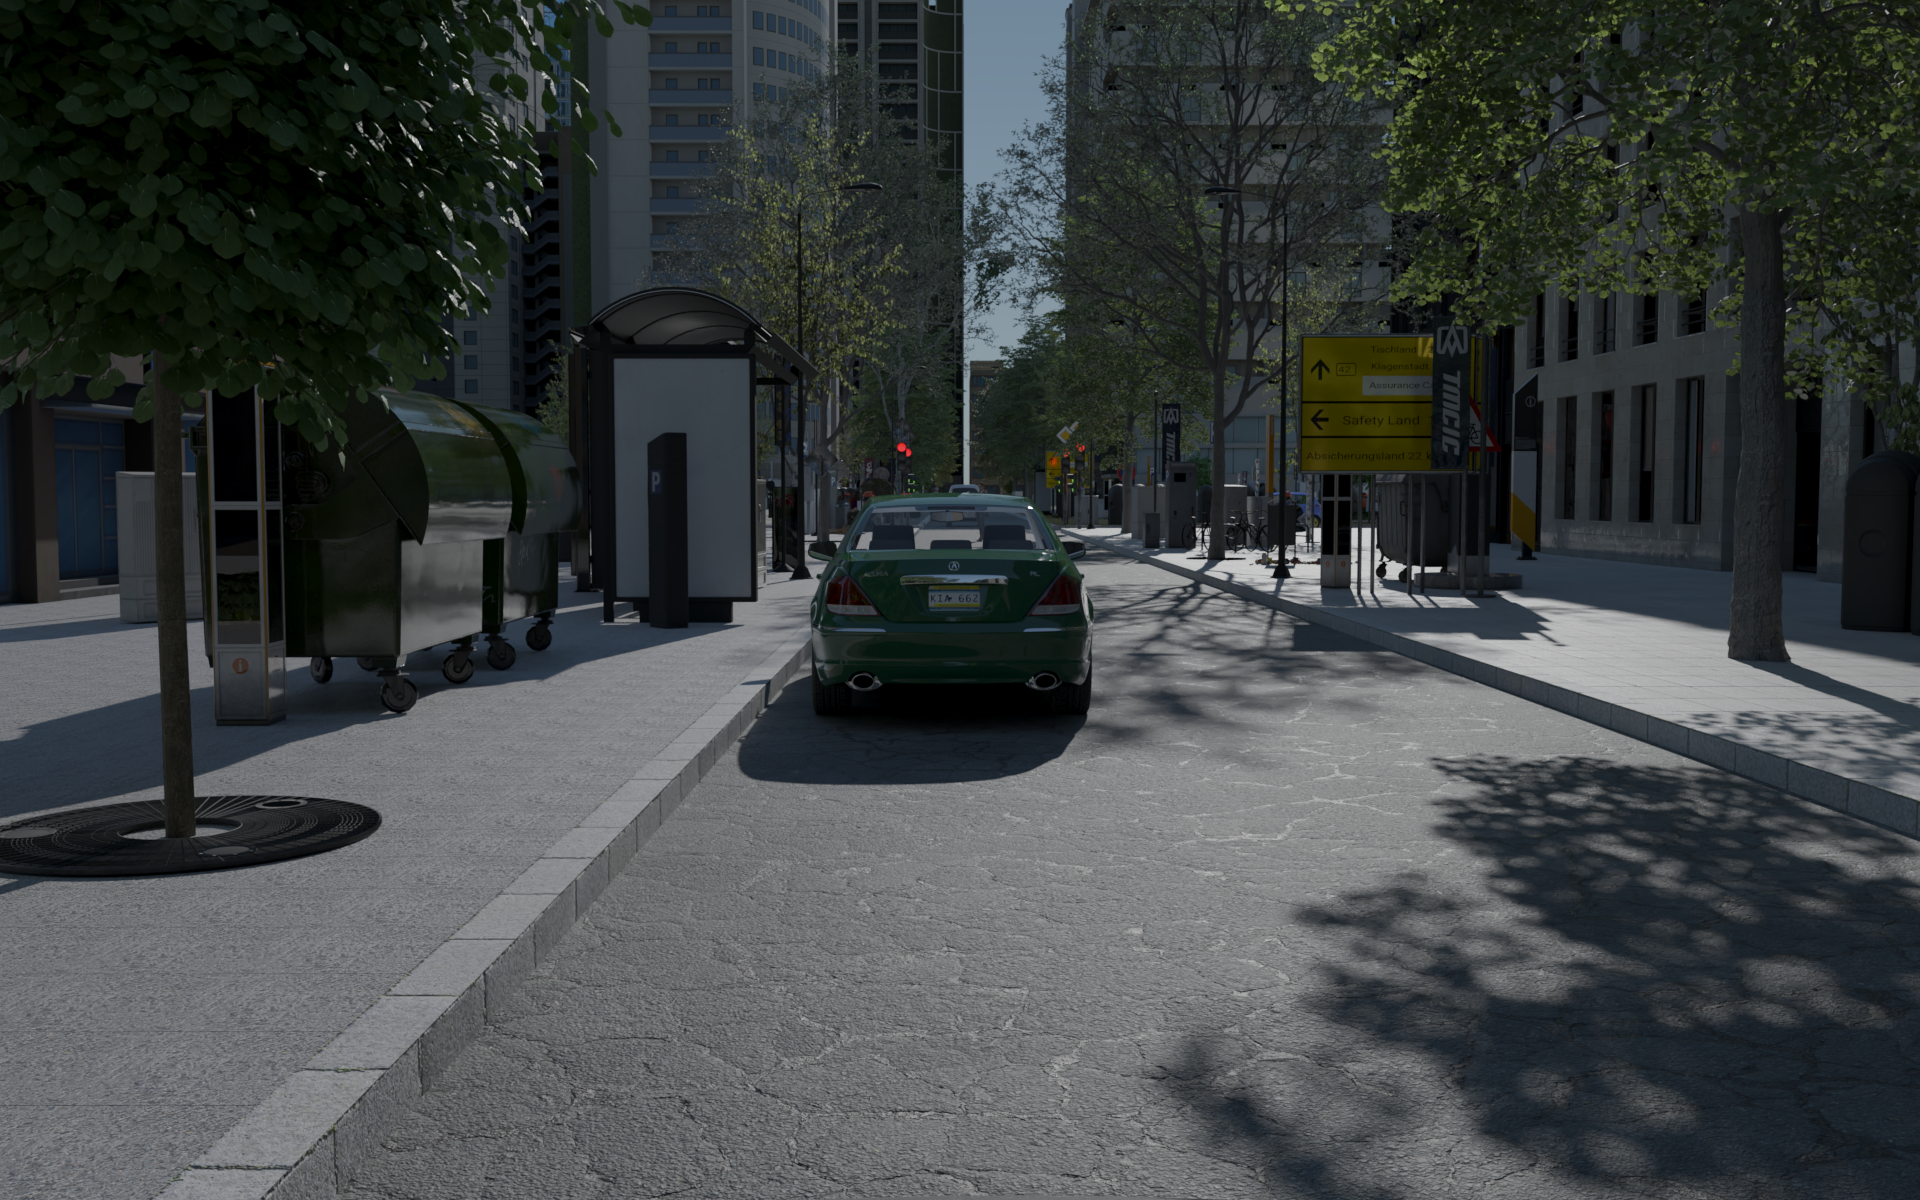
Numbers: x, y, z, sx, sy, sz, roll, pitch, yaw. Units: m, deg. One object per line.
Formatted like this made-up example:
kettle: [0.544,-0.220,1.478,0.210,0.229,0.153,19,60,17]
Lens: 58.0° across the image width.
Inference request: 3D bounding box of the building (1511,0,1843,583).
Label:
building: [17.786,-10.749,30.491,10.420,20.320,16.860,0,4,0]

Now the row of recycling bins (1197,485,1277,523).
row of recycling bins: [12.320,-4.275,77.005,3.534,1.692,1.069,1,4,15]

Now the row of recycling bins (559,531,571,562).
row of recycling bins: [-7.150,-1.581,32.964,3.534,1.692,1.069,-1,4,-9]

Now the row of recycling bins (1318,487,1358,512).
row of recycling bins: [19.192,-4.956,88.145,1.069,1.692,3.534,-1,4,-11]

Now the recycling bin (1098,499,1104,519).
recycling bin: [7.313,-4.712,89.599,0.722,1.027,0.722,2,4,31]

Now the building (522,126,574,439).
building: [-43.289,-34.028,206.463,14.200,45.320,14.600,0,4,0]

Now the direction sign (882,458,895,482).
direction sign: [-4.552,-7.226,110.148,0.876,3.537,0.379,1,4,17]

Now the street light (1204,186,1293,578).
street light: [4.379,-3.289,26.324,1.470,5.913,1.316,0,4,0]

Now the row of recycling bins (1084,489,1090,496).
row of recycling bins: [11.017,-7.793,134.529,3.534,1.692,1.069,2,4,30]

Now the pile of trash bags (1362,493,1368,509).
pile of trash bags: [22.597,-5.722,103.302,3.447,1.369,1.912,0,4,5]

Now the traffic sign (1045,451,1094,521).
traffic sign: [5.139,-5.339,81.166,2.265,3.308,0.079,0,4,2]

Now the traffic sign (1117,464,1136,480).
traffic sign: [6.858,-4.359,71.375,0.768,2.556,0.104,0,4,3]

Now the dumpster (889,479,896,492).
dumpster: [-4.800,-6.838,114.297,1.502,2.255,1.985,0,4,0]

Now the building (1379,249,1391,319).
building: [49.331,-26.699,208.225,14.107,30.474,14.160,0,4,0]

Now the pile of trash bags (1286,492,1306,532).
pile of trash bags: [11.275,-3.114,60.660,1.912,1.369,3.447,1,4,15]

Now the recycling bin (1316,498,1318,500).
recycling bin: [22.674,-6.049,111.454,0.722,1.027,0.722,2,4,26]

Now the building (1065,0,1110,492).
building: [22.623,-40.211,199.455,21.231,58.520,28.212,0,4,0]

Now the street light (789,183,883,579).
street light: [-1.857,-3.270,26.007,1.470,5.913,1.316,0,4,0]

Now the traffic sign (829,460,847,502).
traffic sign: [-4.526,-3.862,63.251,0.768,2.556,0.104,0,4,5]

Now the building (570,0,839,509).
building: [-22.629,-37.767,159.492,21.231,58.520,28.212,0,4,0]

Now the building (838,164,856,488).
building: [-24.153,-30.908,197.223,23.993,40.220,32.217,0,4,0]

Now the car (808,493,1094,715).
car: [-0.085,-0.054,12.679,2.131,1.459,4.920,0,4,-1]

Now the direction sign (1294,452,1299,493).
direction sign: [18.066,-6.184,93.113,0.379,3.537,0.876,2,4,25]

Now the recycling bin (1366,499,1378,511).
recycling bin: [23.205,-5.177,97.203,0.722,1.027,0.722,0,4,5]

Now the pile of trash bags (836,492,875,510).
pile of trash bags: [-5.227,-5.398,98.010,3.447,1.369,1.912,2,4,31]

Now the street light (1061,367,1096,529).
street light: [4.261,-5.553,63.339,1.470,5.913,1.316,0,4,0]

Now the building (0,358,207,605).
building: [-17.495,-22.705,21.345,14.600,45.320,14.200,0,4,0]

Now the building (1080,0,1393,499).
building: [27.127,-35.634,171.848,28.713,52.752,27.495,0,4,0]

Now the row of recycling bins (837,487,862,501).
row of recycling bins: [-6.993,-6.172,108.032,1.069,1.692,3.534,-3,4,-36]

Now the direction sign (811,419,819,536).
direction sign: [-4.373,-3.717,52.767,0.379,3.537,0.876,0,4,2]

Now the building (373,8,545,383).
building: [-60.683,-46.772,202.971,20.611,71.187,20.563,0,4,0]

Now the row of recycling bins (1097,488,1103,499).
row of recycling bins: [9.392,-5.527,97.486,3.534,1.692,1.069,3,4,38]

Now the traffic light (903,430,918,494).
traffic light: [-2.135,-5.038,71.295,0.839,4.253,0.868,0,4,0]

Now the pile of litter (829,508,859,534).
pile of litter: [-3.640,-2.541,55.514,1.176,0.858,1.719,0,4,-7]

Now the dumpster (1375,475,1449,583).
dumpster: [6.923,-1.215,25.616,1.264,1.857,1.865,0,4,0]

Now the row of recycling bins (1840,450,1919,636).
row of recycling bins: [9.262,-0.490,15.122,1.069,1.692,3.534,-1,4,-21]

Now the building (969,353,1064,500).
building: [15.902,-24.864,251.569,28.899,21.520,27.650,0,4,0]

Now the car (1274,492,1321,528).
car: [12.592,-3.629,68.926,3.694,1.707,1.945,0,3,0]

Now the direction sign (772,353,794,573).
direction sign: [-2.900,-2.226,28.393,0.379,3.537,0.876,1,4,10]

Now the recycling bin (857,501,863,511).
recycling bin: [-3.325,-3.140,63.886,0.722,1.027,0.722,-2,4,-29]

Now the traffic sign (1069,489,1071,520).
traffic sign: [5.529,-5.323,87.039,0.884,2.594,0.081,0,4,6]

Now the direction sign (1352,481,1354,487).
direction sign: [30.256,-8.643,133.304,0.379,3.537,0.876,-1,4,-19]

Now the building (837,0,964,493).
building: [-9.730,-49.450,246.755,20.611,71.187,20.563,0,4,0]

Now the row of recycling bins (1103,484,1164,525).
row of recycling bins: [7.977,-4.019,72.828,3.534,1.692,1.069,-1,4,-14]

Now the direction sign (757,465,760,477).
direction sign: [-13.522,-7.552,115.470,0.379,3.537,0.876,1,4,20]

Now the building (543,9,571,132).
building: [-64.136,-57.137,246.859,31.000,86.520,22.319,0,4,0]

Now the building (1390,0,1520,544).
building: [19.901,-13.298,47.100,12.332,23.373,15.834,0,4,0]

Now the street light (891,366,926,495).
street light: [-1.917,-5.536,63.053,1.470,5.913,1.316,0,4,0]
